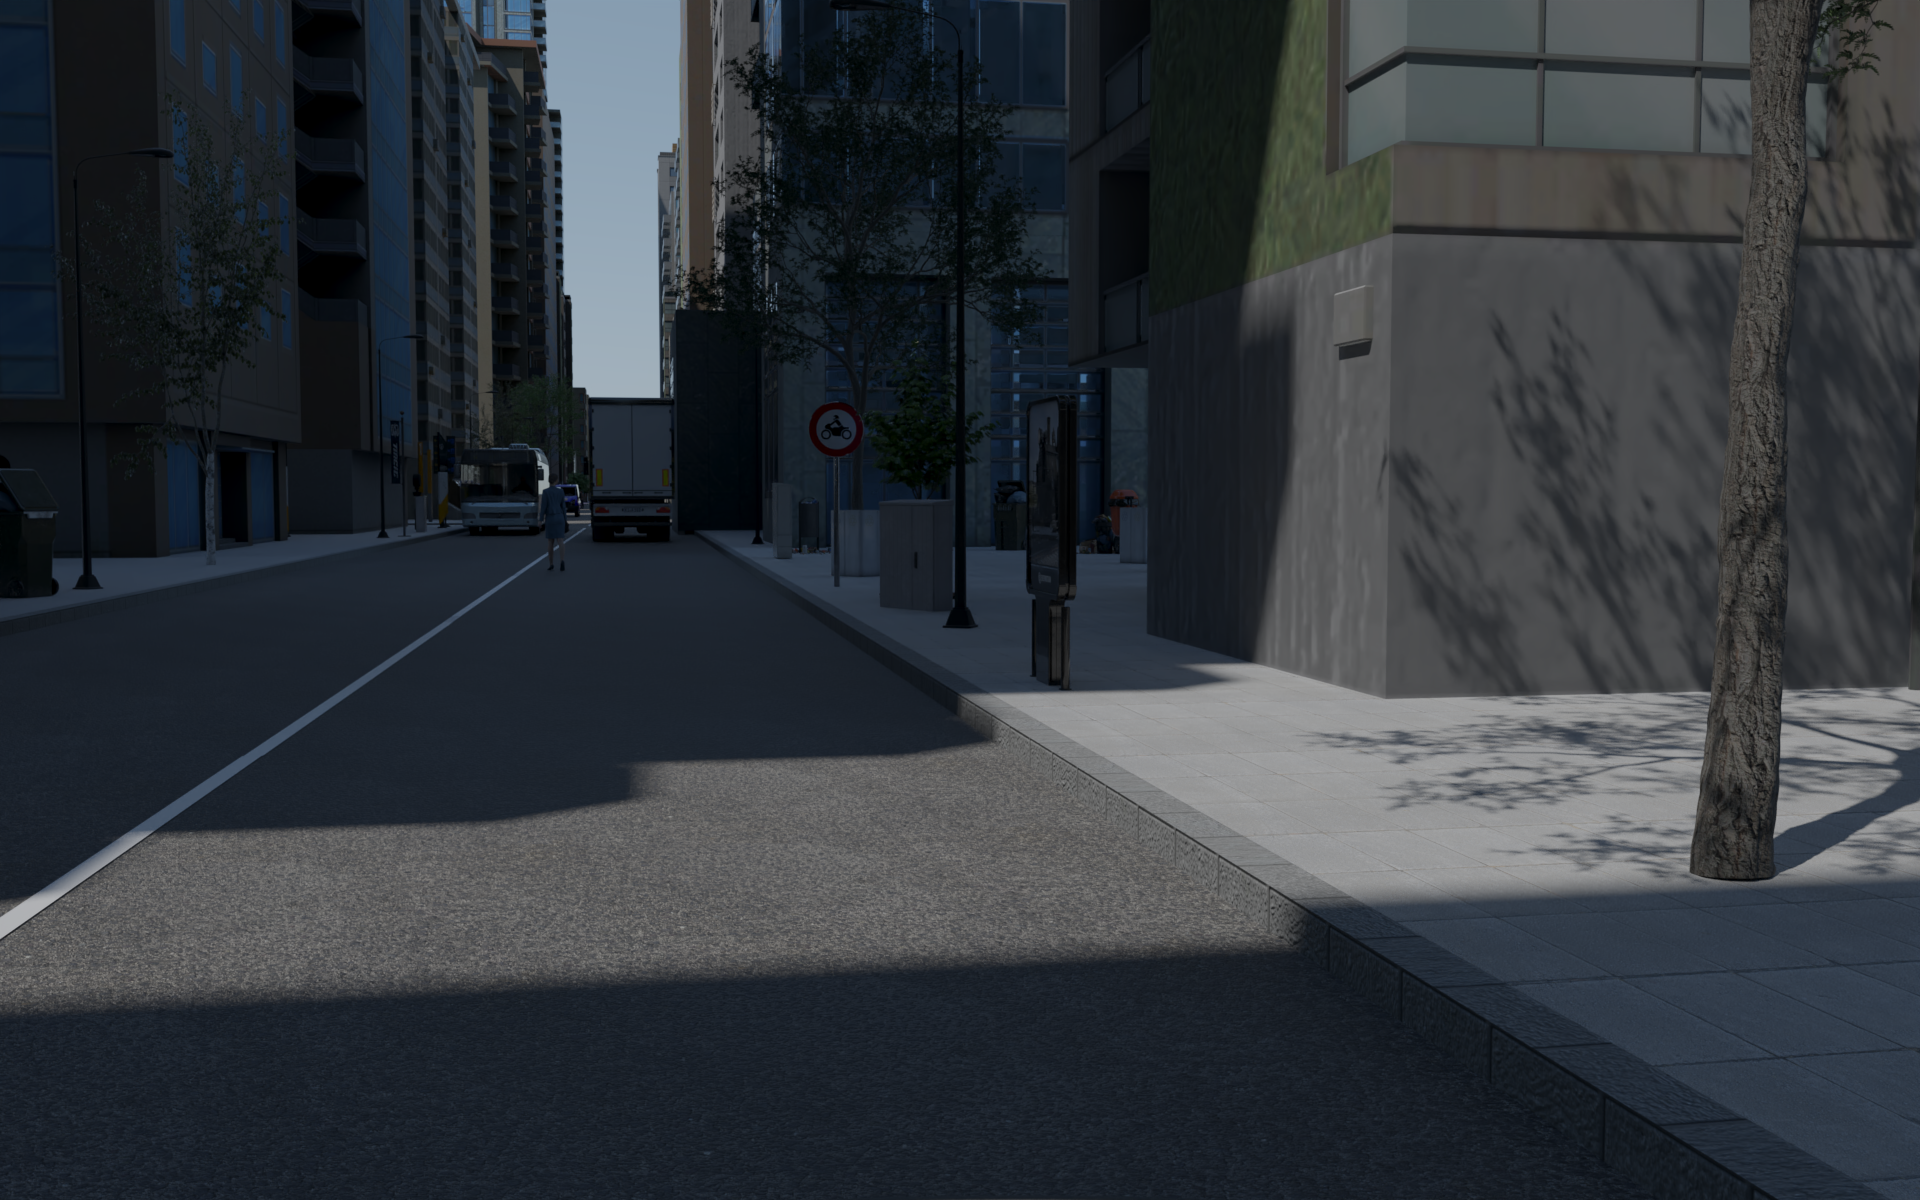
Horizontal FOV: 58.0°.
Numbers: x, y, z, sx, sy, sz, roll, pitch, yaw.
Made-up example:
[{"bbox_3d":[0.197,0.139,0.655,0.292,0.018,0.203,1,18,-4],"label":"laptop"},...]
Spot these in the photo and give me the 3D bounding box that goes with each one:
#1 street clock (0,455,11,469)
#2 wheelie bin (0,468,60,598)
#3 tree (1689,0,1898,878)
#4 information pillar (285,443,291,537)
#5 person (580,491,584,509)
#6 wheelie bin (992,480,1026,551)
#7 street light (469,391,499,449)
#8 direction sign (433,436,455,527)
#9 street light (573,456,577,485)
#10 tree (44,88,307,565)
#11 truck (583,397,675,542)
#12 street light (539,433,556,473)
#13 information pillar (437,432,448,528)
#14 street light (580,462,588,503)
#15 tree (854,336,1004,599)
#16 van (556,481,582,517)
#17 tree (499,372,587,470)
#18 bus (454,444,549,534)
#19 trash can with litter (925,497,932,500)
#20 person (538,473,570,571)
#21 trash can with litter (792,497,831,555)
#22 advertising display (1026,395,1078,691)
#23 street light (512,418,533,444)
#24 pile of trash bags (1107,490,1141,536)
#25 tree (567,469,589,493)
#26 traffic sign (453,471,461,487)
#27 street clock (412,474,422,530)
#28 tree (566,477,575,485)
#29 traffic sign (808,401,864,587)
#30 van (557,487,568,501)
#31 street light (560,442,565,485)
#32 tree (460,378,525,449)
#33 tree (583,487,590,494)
[{"bbox_3d":[-17.477,-1.641,31.408,0.471,2.002,0.358,-3,5,-41],"label":"street clock"},{"bbox_3d":[-11.717,-0.833,21.522,0.693,1.594,0.980,1,4,12],"label":"wheelie bin"},{"bbox_3d":[2.956,-4.351,5.543,7.601,10.594,8.767,0,4,-5],"label":"tree"},{"bbox_3d":[-20.187,-3.680,51.522,0.183,3.616,0.504,1,4,17],"label":"information pillar"},{"bbox_3d":[-37.209,-9.833,169.792,0.750,1.759,0.617,2,4,25],"label":"person"},{"bbox_3d":[1.165,-1.929,39.454,0.980,1.594,0.693,2,4,28],"label":"wheelie bin"},{"bbox_3d":[-21.437,-6.444,77.903,1.470,5.913,1.316,-1,4,-11],"label":"street light"},{"bbox_3d":[-20.010,-4.604,67.267,0.876,3.537,0.379,-3,4,-39],"label":"direction sign"},{"bbox_3d":[-40.967,-12.767,181.283,1.470,5.913,1.316,-1,4,-11],"label":"street light"},{"bbox_3d":[-13.776,-4.948,31.269,4.360,8.622,3.978,0,3,0],"label":"tree"},{"bbox_3d":[-10.669,-4.083,55.671,2.839,4.237,11.283,-1,4,-12],"label":"truck"},{"bbox_3d":[-31.587,-9.778,132.419,1.470,5.913,1.316,-1,4,-11],"label":"street light"},{"bbox_3d":[-19.469,-4.515,65.169,0.183,3.616,0.504,1,4,20],"label":"information pillar"},{"bbox_3d":[-45.938,-14.429,208.453,1.470,5.913,1.316,-1,4,-11],"label":"street light"},{"bbox_3d":[-0.569,-1.640,21.417,1.663,3.219,1.824,0,3,0],"label":"tree"},{"bbox_3d":[-24.993,-6.420,109.345,2.240,2.365,5.245,-1,4,-11],"label":"van"},{"bbox_3d":[-35.618,-13.549,147.273,9.928,11.665,9.643,0,3,0],"label":"tree"},{"bbox_3d":[-16.786,-4.252,64.387,2.948,3.499,13.247,-1,4,-12],"label":"bus"},{"bbox_3d":[-0.720,-1.727,39.293,1.678,1.210,2.233,-1,4,-13],"label":"trash can with litter"},{"bbox_3d":[-7.577,-1.456,32.327,0.581,1.822,0.654,-1,4,-21],"label":"person"},{"bbox_3d":[-2.927,-1.637,37.820,2.233,1.210,1.678,-3,5,-44],"label":"trash can with litter"},{"bbox_3d":[0.611,-0.397,11.709,0.123,1.923,0.974,-1,4,-11],"label":"advertising display"},{"bbox_3d":[-26.571,-8.105,105.059,1.470,5.913,1.316,-1,4,-11],"label":"street light"},{"bbox_3d":[4.495,-1.525,34.693,3.447,1.369,1.912,-2,4,-27],"label":"pile of trash bags"},{"bbox_3d":[-49.820,-14.817,225.968,4.285,4.588,4.351,0,3,0],"label":"tree"},{"bbox_3d":[-20.154,-4.071,70.202,0.795,2.450,0.064,-1,4,-11],"label":"traffic sign"},{"bbox_3d":[-19.507,-3.528,62.247,0.358,2.002,0.471,0,4,-8],"label":"street clock"},{"bbox_3d":[-44.795,-12.518,199.274,1.663,3.219,1.824,0,3,0],"label":"tree"},{"bbox_3d":[-1.703,-1.455,23.903,0.768,2.556,0.104,0,4,-3],"label":"traffic sign"},{"bbox_3d":[-22.520,-5.375,94.900,2.013,2.044,4.112,-1,4,-12],"label":"van"},{"bbox_3d":[-35.748,-11.080,153.695,1.470,5.913,1.316,-1,4,-11],"label":"street light"},{"bbox_3d":[-29.210,-9.731,109.464,4.360,8.622,3.978,0,3,0],"label":"tree"},{"bbox_3d":[-57.226,-16.535,264.943,1.663,3.219,1.824,0,3,0],"label":"tree"}]
